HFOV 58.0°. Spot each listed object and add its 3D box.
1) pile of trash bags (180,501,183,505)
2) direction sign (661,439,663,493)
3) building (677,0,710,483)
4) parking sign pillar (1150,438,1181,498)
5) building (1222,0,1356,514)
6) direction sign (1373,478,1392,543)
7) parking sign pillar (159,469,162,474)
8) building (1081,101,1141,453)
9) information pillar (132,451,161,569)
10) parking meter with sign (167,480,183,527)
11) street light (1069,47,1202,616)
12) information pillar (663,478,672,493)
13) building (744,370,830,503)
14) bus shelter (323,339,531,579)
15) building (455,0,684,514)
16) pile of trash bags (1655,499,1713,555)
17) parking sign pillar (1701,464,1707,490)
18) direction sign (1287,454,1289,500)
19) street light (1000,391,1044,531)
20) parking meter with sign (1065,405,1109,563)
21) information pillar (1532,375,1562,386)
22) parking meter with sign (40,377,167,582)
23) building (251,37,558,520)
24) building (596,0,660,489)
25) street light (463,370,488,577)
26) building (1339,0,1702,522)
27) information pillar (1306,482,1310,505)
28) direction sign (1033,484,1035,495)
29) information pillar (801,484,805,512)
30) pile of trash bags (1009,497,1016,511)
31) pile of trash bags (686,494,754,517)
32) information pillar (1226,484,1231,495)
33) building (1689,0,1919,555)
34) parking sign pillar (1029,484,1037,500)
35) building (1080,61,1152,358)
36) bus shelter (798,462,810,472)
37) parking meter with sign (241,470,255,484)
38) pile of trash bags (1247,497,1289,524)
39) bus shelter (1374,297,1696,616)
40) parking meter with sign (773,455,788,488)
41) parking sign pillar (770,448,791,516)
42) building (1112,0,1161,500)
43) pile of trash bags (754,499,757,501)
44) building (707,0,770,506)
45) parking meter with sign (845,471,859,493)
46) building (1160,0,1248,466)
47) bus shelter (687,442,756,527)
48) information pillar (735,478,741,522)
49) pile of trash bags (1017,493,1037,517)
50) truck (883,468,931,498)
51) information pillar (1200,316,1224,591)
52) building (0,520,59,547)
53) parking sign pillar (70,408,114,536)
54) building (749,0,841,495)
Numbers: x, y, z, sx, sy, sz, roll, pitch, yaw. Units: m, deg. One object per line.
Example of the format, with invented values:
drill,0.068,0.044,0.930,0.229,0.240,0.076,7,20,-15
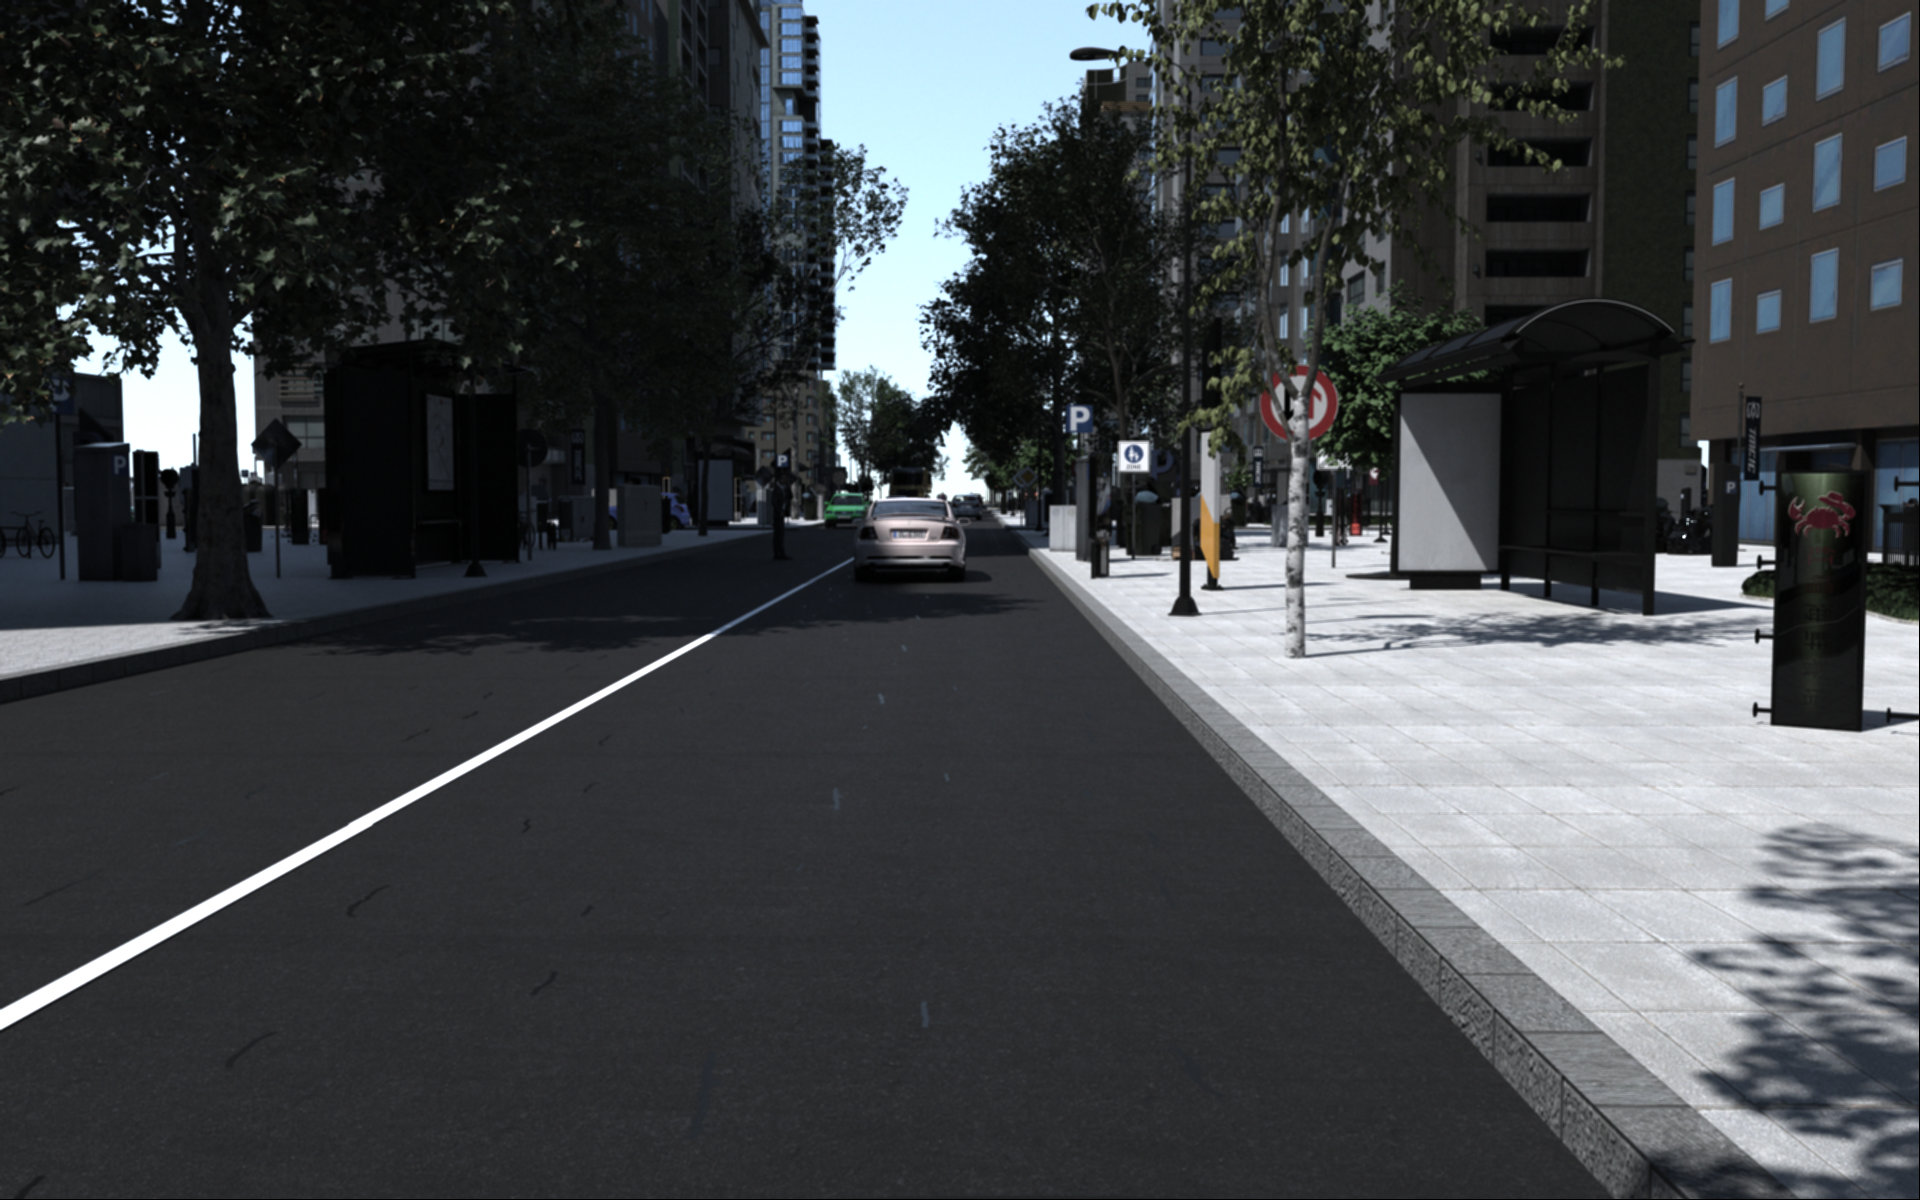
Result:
pile of trash bags,-63.681,-8.095,142.098,3.447,1.369,1.912,2,4,28
direction sign,-12.072,-4.783,70.195,0.379,3.537,0.876,-1,4,-15
building,-30.919,-43.716,153.001,20.563,71.187,20.611,0,4,0
parking sign pillar,8.938,-5.315,75.375,1.447,3.967,1.447,3,4,36
building,31.875,-30.777,122.815,23.786,49.044,30.456,0,4,0
direction sign,11.166,-3.295,45.870,0.876,3.537,0.379,-3,4,-38
parking sign pillar,-61.742,-8.838,132.972,1.447,3.967,1.447,1,4,15
building,29.187,-44.315,266.556,21.231,58.520,28.212,0,4,0
information pillar,-13.970,-1.545,29.757,0.304,2.012,0.304,2,4,35
parking meter with sign,-31.163,-4.368,67.685,1.738,3.016,0.543,0,4,-3
street light,1.839,-2.791,18.171,1.470,5.913,1.316,0,4,0
information pillar,-13.027,-4.450,77.256,0.304,2.012,0.304,1,4,18
building,-34.230,-25.173,256.620,27.650,21.520,28.899,0,4,0
bus shelter,-8.741,-2.318,29.178,1.731,3.624,6.357,0,4,1
building,-29.584,-27.497,133.177,14.154,41.232,14.086,0,4,0
pile of trash bags,15.160,-1.730,38.042,1.912,1.369,3.447,-2,4,-31
parking sign pillar,52.691,-8.272,123.720,1.447,3.967,1.447,-2,4,-25
direction sign,18.525,-6.477,97.900,0.379,3.537,0.876,1,4,13
street light,2.201,-5.325,59.611,1.470,5.913,1.316,0,4,0
parking meter with sign,2.477,-2.253,33.101,0.543,3.016,1.738,-1,4,-11
information pillar,9.928,-2.323,29.328,0.504,3.616,0.183,1,4,18
parking meter with sign,-12.705,-1.798,25.653,1.738,3.016,0.543,1,4,20
building,-26.974,-24.793,88.953,14.154,41.232,14.086,0,4,0
building,-27.610,-28.185,110.935,14.600,45.320,14.200,0,4,0
street light,-6.977,-3.312,26.684,1.470,5.913,1.316,0,4,0
building,27.287,-19.217,85.908,14.107,30.474,14.160,0,4,0
information pillar,21.145,-6.196,105.799,0.304,2.012,0.304,-1,4,-19
direction sign,4.532,-6.979,106.105,0.876,3.537,0.379,-2,4,-33
information pillar,-10.995,-7.157,121.502,0.304,2.012,0.304,0,4,-2
pile of trash bags,4.946,-7.625,134.416,1.912,1.369,3.447,-1,4,-10
pile of trash bags,-13.488,-5.233,95.315,3.447,1.369,1.912,-3,4,-37
information pillar,18.254,-6.914,117.529,0.304,2.012,0.304,-2,4,-28
building,26.321,-23.717,37.885,14.600,45.320,14.200,0,4,0
parking sign pillar,4.993,-7.585,112.482,1.447,3.967,1.447,1,4,10
building,28.828,-52.162,291.104,20.563,71.187,20.611,0,4,0
bus shelter,-10.388,-6.817,105.374,2.014,3.302,5.546,0,4,1
parking meter with sign,-56.086,-8.594,136.764,0.543,3.016,1.738,-3,5,-45
pile of trash bags,13.683,-3.944,74.236,1.912,1.369,3.447,-1,4,-21
bus shelter,6.563,-1.633,20.621,2.014,3.302,5.546,0,4,0
parking meter with sign,-8.079,-4.960,77.361,0.543,3.016,1.738,-1,4,-16
parking sign pillar,-10.362,-6.871,100.807,1.447,3.967,1.447,2,4,23
building,29.151,-53.533,187.928,22.319,86.520,31.000,0,4,0
pile of trash bags,-13.132,-6.892,122.438,1.912,1.369,3.447,3,4,39
building,-35.082,-36.007,177.951,28.713,52.752,27.495,0,4,0
parking meter with sign,-8.118,-8.364,133.015,1.738,3.016,0.543,2,4,32
building,28.876,-37.722,158.755,21.231,58.520,28.212,0,4,0
bus shelter,-9.594,-4.670,70.270,2.014,3.302,5.546,0,4,0
information pillar,-10.230,-4.578,79.346,0.304,2.012,0.304,-3,4,-38
pile of trash bags,4.406,-5.210,94.930,1.912,1.369,3.447,0,4,-4
truck,-3.653,-8.117,128.640,3.469,3.379,9.791,0,4,2
information pillar,3.354,-1.944,23.135,0.183,3.616,0.504,-1,4,-14
building,-35.391,-27.081,32.006,27.495,52.752,28.713,0,4,0
parking sign pillar,-26.867,-3.992,53.749,1.447,3.967,1.447,1,4,21
building,-30.508,-59.447,284.636,22.319,86.520,31.000,0,4,0
